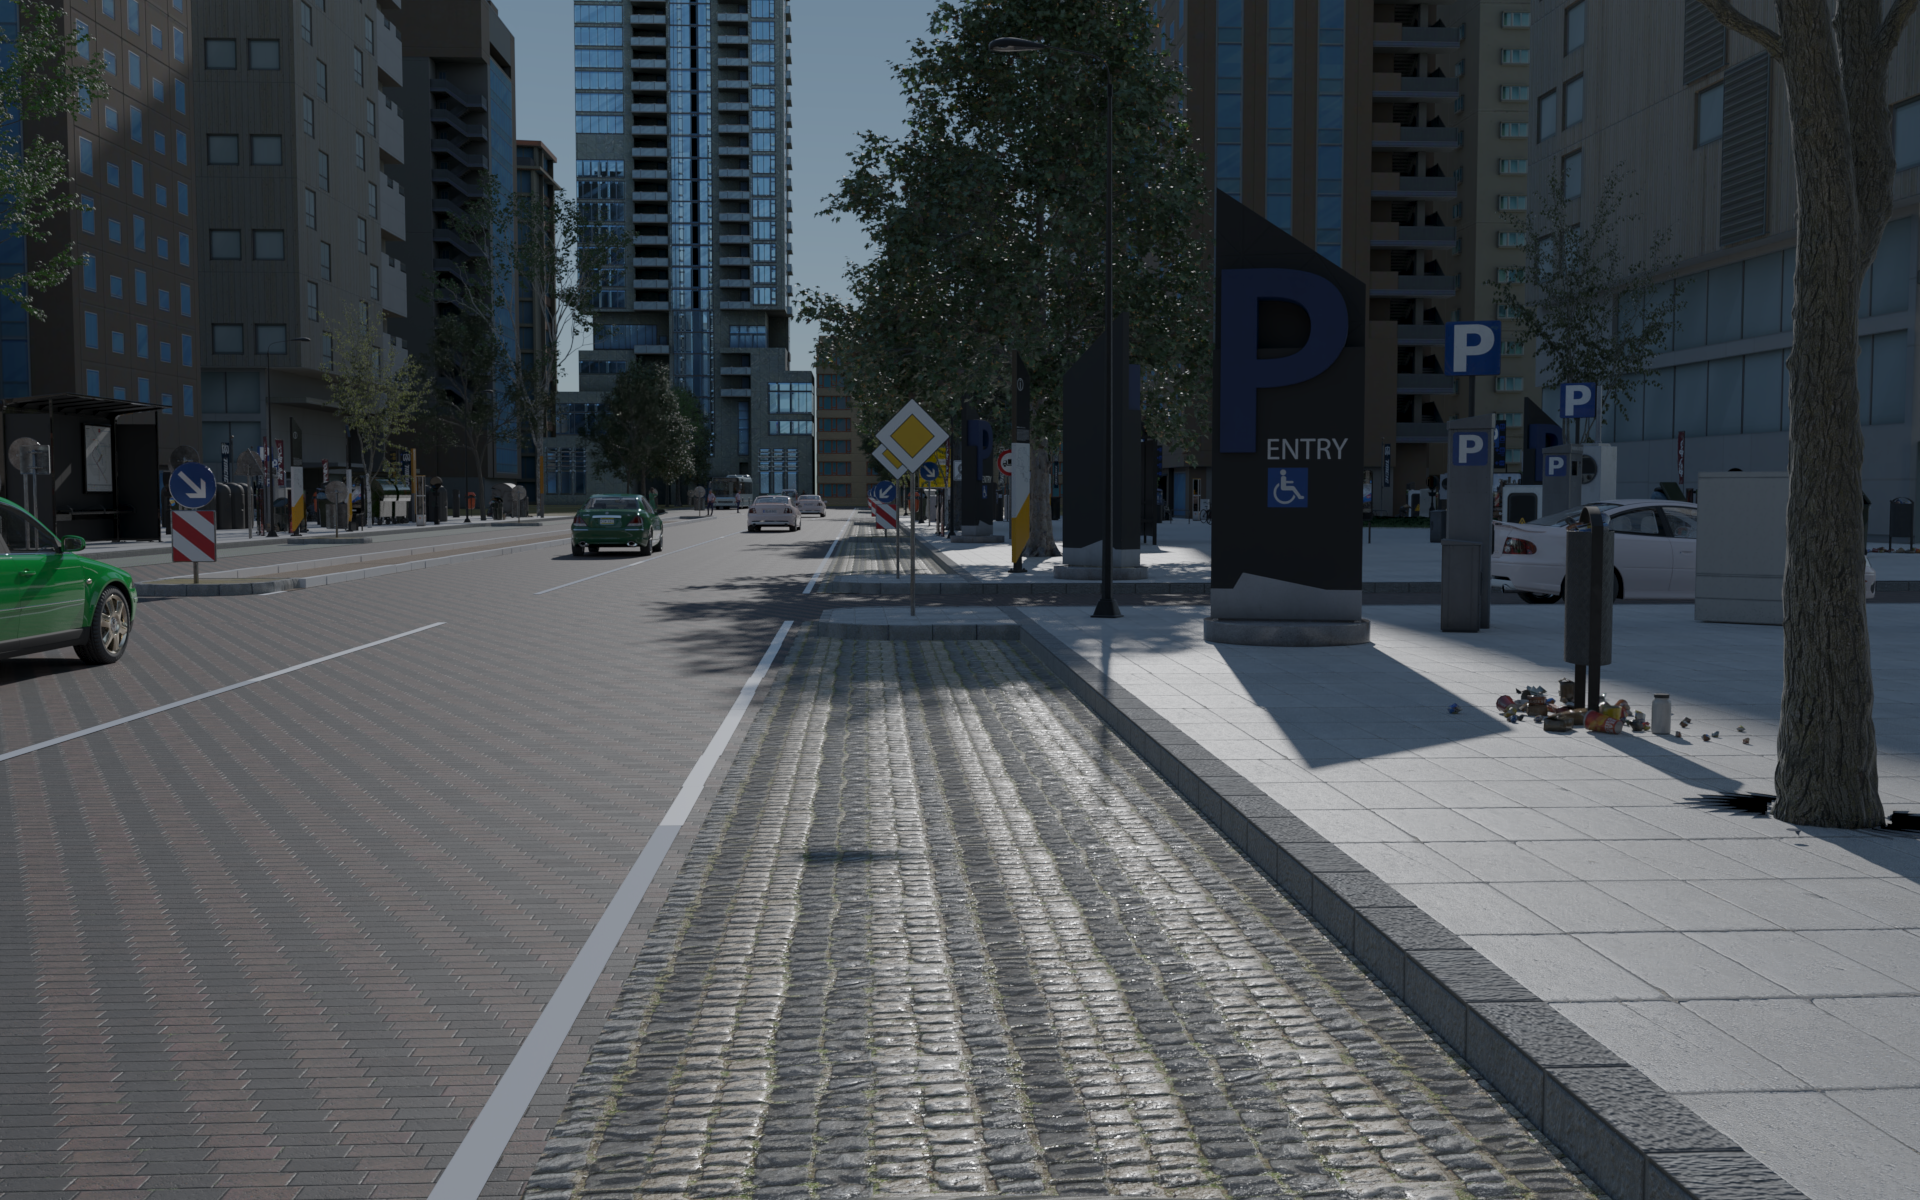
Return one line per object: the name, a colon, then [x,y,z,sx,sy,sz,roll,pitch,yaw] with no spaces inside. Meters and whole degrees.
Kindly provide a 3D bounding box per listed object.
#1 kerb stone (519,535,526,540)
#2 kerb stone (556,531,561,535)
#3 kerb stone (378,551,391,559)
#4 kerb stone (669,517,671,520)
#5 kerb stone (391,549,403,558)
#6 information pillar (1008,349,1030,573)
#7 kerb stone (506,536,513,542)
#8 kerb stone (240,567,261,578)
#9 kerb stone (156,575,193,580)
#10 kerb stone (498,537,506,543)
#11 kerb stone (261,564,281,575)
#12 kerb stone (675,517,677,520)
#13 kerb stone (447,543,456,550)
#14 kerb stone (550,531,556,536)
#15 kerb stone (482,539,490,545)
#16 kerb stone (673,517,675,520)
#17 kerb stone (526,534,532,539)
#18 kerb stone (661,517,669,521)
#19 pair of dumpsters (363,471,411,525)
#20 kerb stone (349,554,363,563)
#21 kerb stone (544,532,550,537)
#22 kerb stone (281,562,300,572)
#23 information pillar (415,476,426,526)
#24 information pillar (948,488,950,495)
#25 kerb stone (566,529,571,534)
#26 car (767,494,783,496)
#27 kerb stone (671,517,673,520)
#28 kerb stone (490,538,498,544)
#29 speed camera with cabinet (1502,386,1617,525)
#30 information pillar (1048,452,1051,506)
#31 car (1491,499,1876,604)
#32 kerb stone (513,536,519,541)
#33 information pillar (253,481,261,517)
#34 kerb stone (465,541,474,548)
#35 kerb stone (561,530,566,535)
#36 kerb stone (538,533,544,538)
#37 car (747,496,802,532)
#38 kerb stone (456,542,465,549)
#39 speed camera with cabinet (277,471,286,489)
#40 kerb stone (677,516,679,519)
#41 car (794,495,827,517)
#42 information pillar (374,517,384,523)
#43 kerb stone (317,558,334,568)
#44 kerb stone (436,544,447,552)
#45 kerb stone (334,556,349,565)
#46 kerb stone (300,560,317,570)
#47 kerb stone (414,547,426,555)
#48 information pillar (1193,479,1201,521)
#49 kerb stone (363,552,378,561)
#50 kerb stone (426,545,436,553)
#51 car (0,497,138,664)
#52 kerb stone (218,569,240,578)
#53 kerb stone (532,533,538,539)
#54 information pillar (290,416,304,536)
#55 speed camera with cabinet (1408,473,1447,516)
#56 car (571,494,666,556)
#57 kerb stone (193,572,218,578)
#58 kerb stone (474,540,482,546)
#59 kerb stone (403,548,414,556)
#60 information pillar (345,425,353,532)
kerb stone: [-13.587,-1.895,53.291,0.120,0.150,1.000,0,4,-3]
kerb stone: [-13.929,-2.278,59.437,0.120,0.150,1.000,0,4,-3]
kerb stone: [-12.732,-0.963,37.948,0.120,0.150,1.000,0,4,-3]
kerb stone: [-15.802,-4.343,93.203,0.120,0.150,1.000,0,4,-3]
kerb stone: [-12.794,-1.026,38.968,0.120,0.150,1.000,0,4,-3]
information pillar: [0.983,-2.257,28.249,0.183,3.616,0.504,2,4,30]
kerb stone: [-13.473,-1.776,51.250,0.120,0.150,1.000,0,4,-3]
kerb stone: [-12.279,-0.462,29.747,0.120,0.150,1.000,0,4,-3]
kerb stone: [-12.111,-0.273,26.675,0.120,0.150,1.000,0,4,-3]
kerb stone: [-13.418,-1.715,50.229,0.120,0.150,1.000,0,4,-3]
kerb stone: [-12.344,-0.518,30.768,0.120,0.150,1.000,0,4,-3]
kerb stone: [-15.976,-4.526,96.275,0.120,0.150,1.000,0,4,-3]
kerb stone: [-13.081,-1.339,44.095,0.120,0.150,1.000,0,4,-3]
kerb stone: [-13.872,-2.209,58.403,0.120,0.150,1.000,0,4,-3]
kerb stone: [-13.310,-1.587,48.184,0.120,0.150,1.000,0,4,-3]
kerb stone: [-15.926,-4.468,95.244,0.120,0.150,1.000,0,4,-3]
kerb stone: [-13.648,-1.964,54.311,0.120,0.150,1.000,0,4,-3]
kerb stone: [-15.748,-4.280,92.178,0.120,0.150,1.000,0,4,-3]
pair of dumpsters: [-24.335,-4.287,72.590,1.574,2.255,4.437,0,4,-3]
kerb stone: [-12.624,-0.838,35.899,0.120,0.150,1.000,0,4,-3]
kerb stone: [-13.818,-2.151,57.382,0.120,0.150,1.000,0,4,-3]
kerb stone: [-12.393,-0.587,31.794,0.120,0.150,1.000,0,4,-3]
information pillar: [-21.402,-3.930,68.740,0.304,2.012,0.304,0,4,-1]
information pillar: [-0.370,-5.518,81.575,0.504,3.616,0.183,1,4,10]
kerb stone: [-14.043,-2.399,61.480,0.120,0.150,1.000,0,4,-3]
car: [-14.871,-7.800,139.332,2.131,1.459,4.920,0,4,-3]
kerb stone: [-15.864,-4.405,94.223,0.120,0.150,1.000,0,4,-3]
kerb stone: [-13.364,-1.649,49.208,0.120,0.150,1.000,0,4,-3]
speed camera with cabinet: [11.101,-2.312,32.139,0.660,3.252,2.038,-3,4,-38]
information pillar: [3.497,-4.910,71.635,0.504,3.616,0.183,1,4,18]
car: [8.860,-0.566,21.610,4.827,1.381,2.083,0,4,-2]
kerb stone: [-13.538,-1.836,52.270,0.120,0.150,1.000,0,4,-3]
information pillar: [-38.689,-5.556,95.327,0.304,2.012,0.304,1,4,19]
kerb stone: [-13.195,-1.465,46.140,0.120,0.150,1.000,0,4,-3]
kerb stone: [-13.984,-2.340,60.458,0.120,0.150,1.000,0,4,-3]
kerb stone: [-13.760,-2.088,56.361,0.120,0.150,1.000,0,4,-3]
car: [-7.184,-3.351,67.143,2.083,1.381,4.827,0,4,-2]
kerb stone: [-13.136,-1.402,45.120,0.120,0.150,1.000,0,4,-3]
speed camera with cabinet: [-26.924,-4.566,68.990,0.660,3.252,2.038,0,4,6]
kerb stone: [-16.027,-4.594,97.299,0.120,0.150,1.000,0,4,-3]
car: [-9.320,-5.837,107.802,2.083,1.381,4.827,0,4,-3]
information pillar: [-25.992,-4.464,77.473,0.304,2.012,0.304,1,4,21]
kerb stone: [-12.505,-0.711,33.837,0.120,0.150,1.000,0,4,-3]
kerb stone: [-13.013,-1.277,43.075,0.120,0.150,1.000,0,4,-3]
kerb stone: [-12.562,-0.775,34.864,0.120,0.150,1.000,0,4,-3]
kerb stone: [-12.449,-0.650,32.817,0.120,0.150,1.000,0,4,-3]
kerb stone: [-12.901,-1.150,41.016,0.120,0.150,1.000,0,4,-3]
information pillar: [11.264,-4.767,82.436,0.304,2.012,0.304,2,4,27]
kerb stone: [-12.669,-0.901,36.920,0.120,0.150,1.000,0,4,-3]
kerb stone: [-12.965,-1.213,42.041,0.120,0.150,1.000,0,4,-3]
car: [-7.954,-0.269,13.196,1.959,1.807,4.718,0,4,-2]
kerb stone: [-12.228,-0.393,28.727,0.120,0.150,1.000,0,4,-3]
kerb stone: [-13.704,-2.027,55.333,0.120,0.150,1.000,0,4,-3]
information pillar: [-20.129,-3.743,52.551,0.183,3.616,0.504,1,4,13]
speed camera with cabinet: [20.932,-5.034,76.637,2.038,3.252,0.660,2,4,26]
car: [-8.198,-1.822,41.595,2.131,1.459,4.920,0,4,-5]
kerb stone: [-12.164,-0.336,27.706,0.120,0.150,1.000,0,4,-3]
kerb stone: [-13.255,-1.527,47.164,0.120,0.150,1.000,0,4,-3]
kerb stone: [-12.854,-1.088,39.989,0.120,0.150,1.000,0,4,-3]
information pillar: [-20.728,-4.122,58.746,0.183,3.616,0.504,-2,4,-28]
